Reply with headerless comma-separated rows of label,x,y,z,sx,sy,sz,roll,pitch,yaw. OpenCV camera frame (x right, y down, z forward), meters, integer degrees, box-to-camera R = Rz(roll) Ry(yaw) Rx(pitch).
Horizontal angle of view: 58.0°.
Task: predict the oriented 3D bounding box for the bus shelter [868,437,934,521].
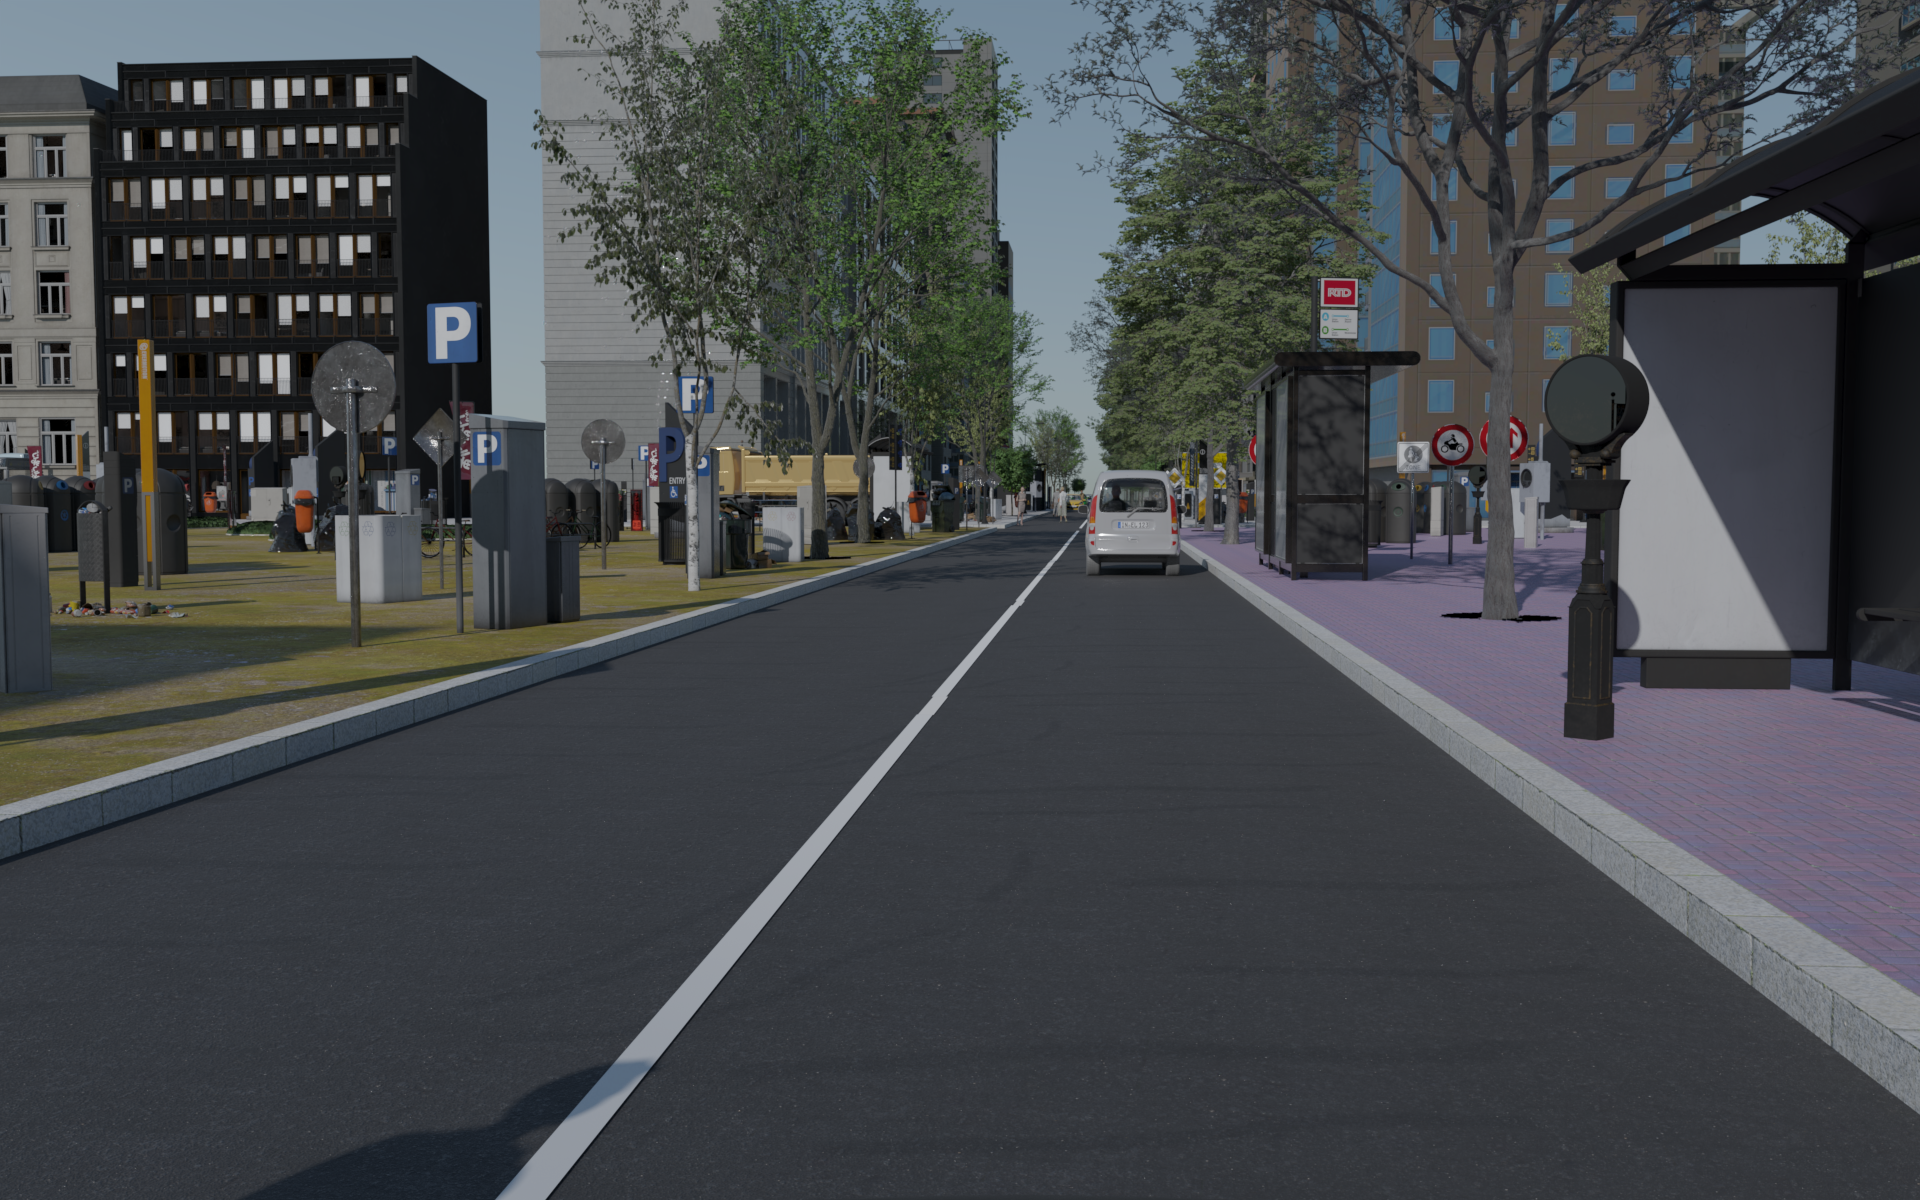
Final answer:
bus shelter,-2.242,-4.282,63.933,2.014,3.302,5.546,0,4,5

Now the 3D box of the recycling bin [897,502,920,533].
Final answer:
recycling bin,-1.727,-2.763,57.732,0.722,1.027,0.722,-1,4,-9

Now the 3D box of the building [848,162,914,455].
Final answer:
building,-14.959,-20.066,132.601,19.350,26.468,34.151,0,4,5

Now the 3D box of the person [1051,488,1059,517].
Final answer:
person,6.178,-6.243,110.689,0.709,1.813,0.853,1,4,15

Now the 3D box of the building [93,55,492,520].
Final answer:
building,-34.960,-16.077,92.540,15.834,23.373,12.332,0,4,5

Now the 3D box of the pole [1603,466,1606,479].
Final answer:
pole,20.351,-3.728,54.799,0.158,3.312,0.155,0,3,0

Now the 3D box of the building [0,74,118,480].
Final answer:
building,-58.024,-16.154,97.397,30.059,22.955,16.112,0,4,5

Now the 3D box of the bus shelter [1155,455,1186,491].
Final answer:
bus shelter,12.910,-7.016,105.990,1.731,3.624,6.357,0,4,5

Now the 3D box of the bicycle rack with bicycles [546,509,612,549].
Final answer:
bicycle rack with bicycles,-9.497,-1.650,40.359,2.925,0.926,2.852,-3,4,-36

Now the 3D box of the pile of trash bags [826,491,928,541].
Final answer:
pile of trash bags,-2.268,-2.388,48.793,3.447,1.369,1.912,-3,5,-43

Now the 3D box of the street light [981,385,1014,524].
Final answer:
street light,1.603,-6.193,73.793,1.470,5.913,1.316,0,4,5

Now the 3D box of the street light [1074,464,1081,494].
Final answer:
street light,15.162,-15.925,232.920,1.470,5.913,1.316,0,4,5

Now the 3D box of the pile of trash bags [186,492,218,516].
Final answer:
pile of trash bags,-35.118,-4.181,78.119,3.447,1.369,1.912,0,4,5

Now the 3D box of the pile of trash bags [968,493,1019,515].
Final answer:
pile of trash bags,2.173,-5.861,105.587,3.447,1.369,1.912,0,4,5

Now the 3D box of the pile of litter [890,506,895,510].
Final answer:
pile of litter,-2.545,-2.825,60.160,1.176,0.858,1.719,-2,4,-28

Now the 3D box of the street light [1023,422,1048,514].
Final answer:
street light,4.762,-8.546,112.275,1.470,5.913,1.316,0,4,5

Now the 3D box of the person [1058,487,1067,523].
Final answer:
person,5.162,-4.750,86.395,0.478,1.798,0.641,-1,4,-19

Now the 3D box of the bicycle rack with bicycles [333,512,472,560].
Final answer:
bicycle rack with bicycles,-11.172,-1.284,34.377,2.925,0.926,2.852,1,4,14

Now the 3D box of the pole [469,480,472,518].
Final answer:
pole,-26.689,-6.158,94.527,0.158,3.312,0.155,0,3,0

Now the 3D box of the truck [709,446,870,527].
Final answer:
truck,-7.381,-4.564,70.543,9.791,3.379,3.469,0,4,5

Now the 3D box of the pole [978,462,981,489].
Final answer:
pole,1.224,-7.059,109.265,0.158,3.312,0.155,0,3,0

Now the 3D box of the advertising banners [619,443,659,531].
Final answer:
advertising banners,-11.175,-3.884,59.688,2.074,3.025,0.090,1,4,23

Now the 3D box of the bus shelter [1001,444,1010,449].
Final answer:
bus shelter,4.611,-10.073,142.320,2.179,5.291,8.768,0,4,5

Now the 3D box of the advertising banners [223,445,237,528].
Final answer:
advertising banners,-26.340,-4.054,62.472,0.090,3.025,2.074,-1,4,-12

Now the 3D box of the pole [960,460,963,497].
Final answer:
pole,0.070,-6.693,103.269,0.158,3.312,0.155,0,3,0

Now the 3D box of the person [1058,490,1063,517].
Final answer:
person,6.359,-6.085,108.998,0.512,1.701,0.522,3,5,41

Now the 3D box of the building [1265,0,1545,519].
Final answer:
building,26.387,-27.910,106.446,14.600,45.320,14.200,0,4,5

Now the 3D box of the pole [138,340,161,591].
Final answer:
pole,-10.773,-1.784,23.011,0.158,3.312,0.155,0,3,0

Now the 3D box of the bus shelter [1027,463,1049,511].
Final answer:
bus shelter,5.828,-8.619,132.198,1.731,3.624,6.357,0,4,5

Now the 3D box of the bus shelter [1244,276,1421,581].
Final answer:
bus shelter,6.077,-3.185,29.706,2.179,5.291,8.768,0,4,5

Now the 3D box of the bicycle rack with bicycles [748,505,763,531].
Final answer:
bicycle rack with bicycles,-7.711,-2.763,58.561,2.852,0.926,2.925,-1,4,-10

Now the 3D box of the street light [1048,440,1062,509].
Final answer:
street light,8.139,-10.858,150.072,1.470,5.913,1.316,0,4,5

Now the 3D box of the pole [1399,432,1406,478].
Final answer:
pole,14.548,-3.864,57.025,0.158,3.312,0.155,0,3,0

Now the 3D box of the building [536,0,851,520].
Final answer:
building,-13.989,-19.749,100.383,11.434,29.767,29.804,0,4,5

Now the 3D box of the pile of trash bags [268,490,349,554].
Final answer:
pile of trash bags,-14.443,-1.759,38.518,1.912,1.369,3.447,-1,4,-17

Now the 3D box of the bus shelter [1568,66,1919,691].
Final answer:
bus shelter,4.849,-0.913,8.850,2.014,3.302,5.546,0,4,5

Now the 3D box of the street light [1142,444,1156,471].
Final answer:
street light,11.876,-8.399,109.869,1.470,5.913,1.316,0,4,5

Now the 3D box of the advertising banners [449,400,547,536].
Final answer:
advertising banners,-8.835,-2.263,33.195,0.090,3.025,2.074,3,5,43

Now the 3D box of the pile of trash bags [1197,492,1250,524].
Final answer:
pile of trash bags,11.871,-4.098,76.756,1.912,1.369,3.447,-1,4,-18

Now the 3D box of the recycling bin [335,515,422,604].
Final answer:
recycling bin,-6.929,-0.496,20.661,0.722,1.027,0.722,2,4,25

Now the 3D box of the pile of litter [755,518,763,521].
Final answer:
pile of litter,-9.290,-4.323,84.650,1.719,0.858,1.176,-1,4,-18

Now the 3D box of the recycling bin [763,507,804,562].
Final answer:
recycling bin,-3.353,-1.247,32.942,0.722,1.027,0.722,0,4,0

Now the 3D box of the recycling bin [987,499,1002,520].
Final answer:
recycling bin,1.628,-4.542,86.813,0.722,1.027,0.722,2,4,30

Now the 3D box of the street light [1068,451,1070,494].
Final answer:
street light,11.351,-13.193,188.252,1.470,5.913,1.316,0,4,5

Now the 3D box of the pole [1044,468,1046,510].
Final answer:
pole,6.750,-8.812,137.921,0.158,3.312,0.155,0,3,0

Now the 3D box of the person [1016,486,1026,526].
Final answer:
person,2.779,-4.233,78.045,0.599,1.781,0.374,-2,4,-33

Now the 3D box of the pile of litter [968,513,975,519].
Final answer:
pile of litter,0.825,-4.616,89.439,1.719,0.858,1.176,-2,4,-27

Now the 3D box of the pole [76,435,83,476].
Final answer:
pole,-30.255,-4.019,59.560,0.158,3.312,0.155,0,3,0

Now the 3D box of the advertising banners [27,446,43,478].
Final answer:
advertising banners,-32.573,-4.057,62.513,2.074,3.025,0.090,0,4,-3

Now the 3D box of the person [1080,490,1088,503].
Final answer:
person,11.572,-9.547,164.693,1.348,1.812,0.705,2,4,33
